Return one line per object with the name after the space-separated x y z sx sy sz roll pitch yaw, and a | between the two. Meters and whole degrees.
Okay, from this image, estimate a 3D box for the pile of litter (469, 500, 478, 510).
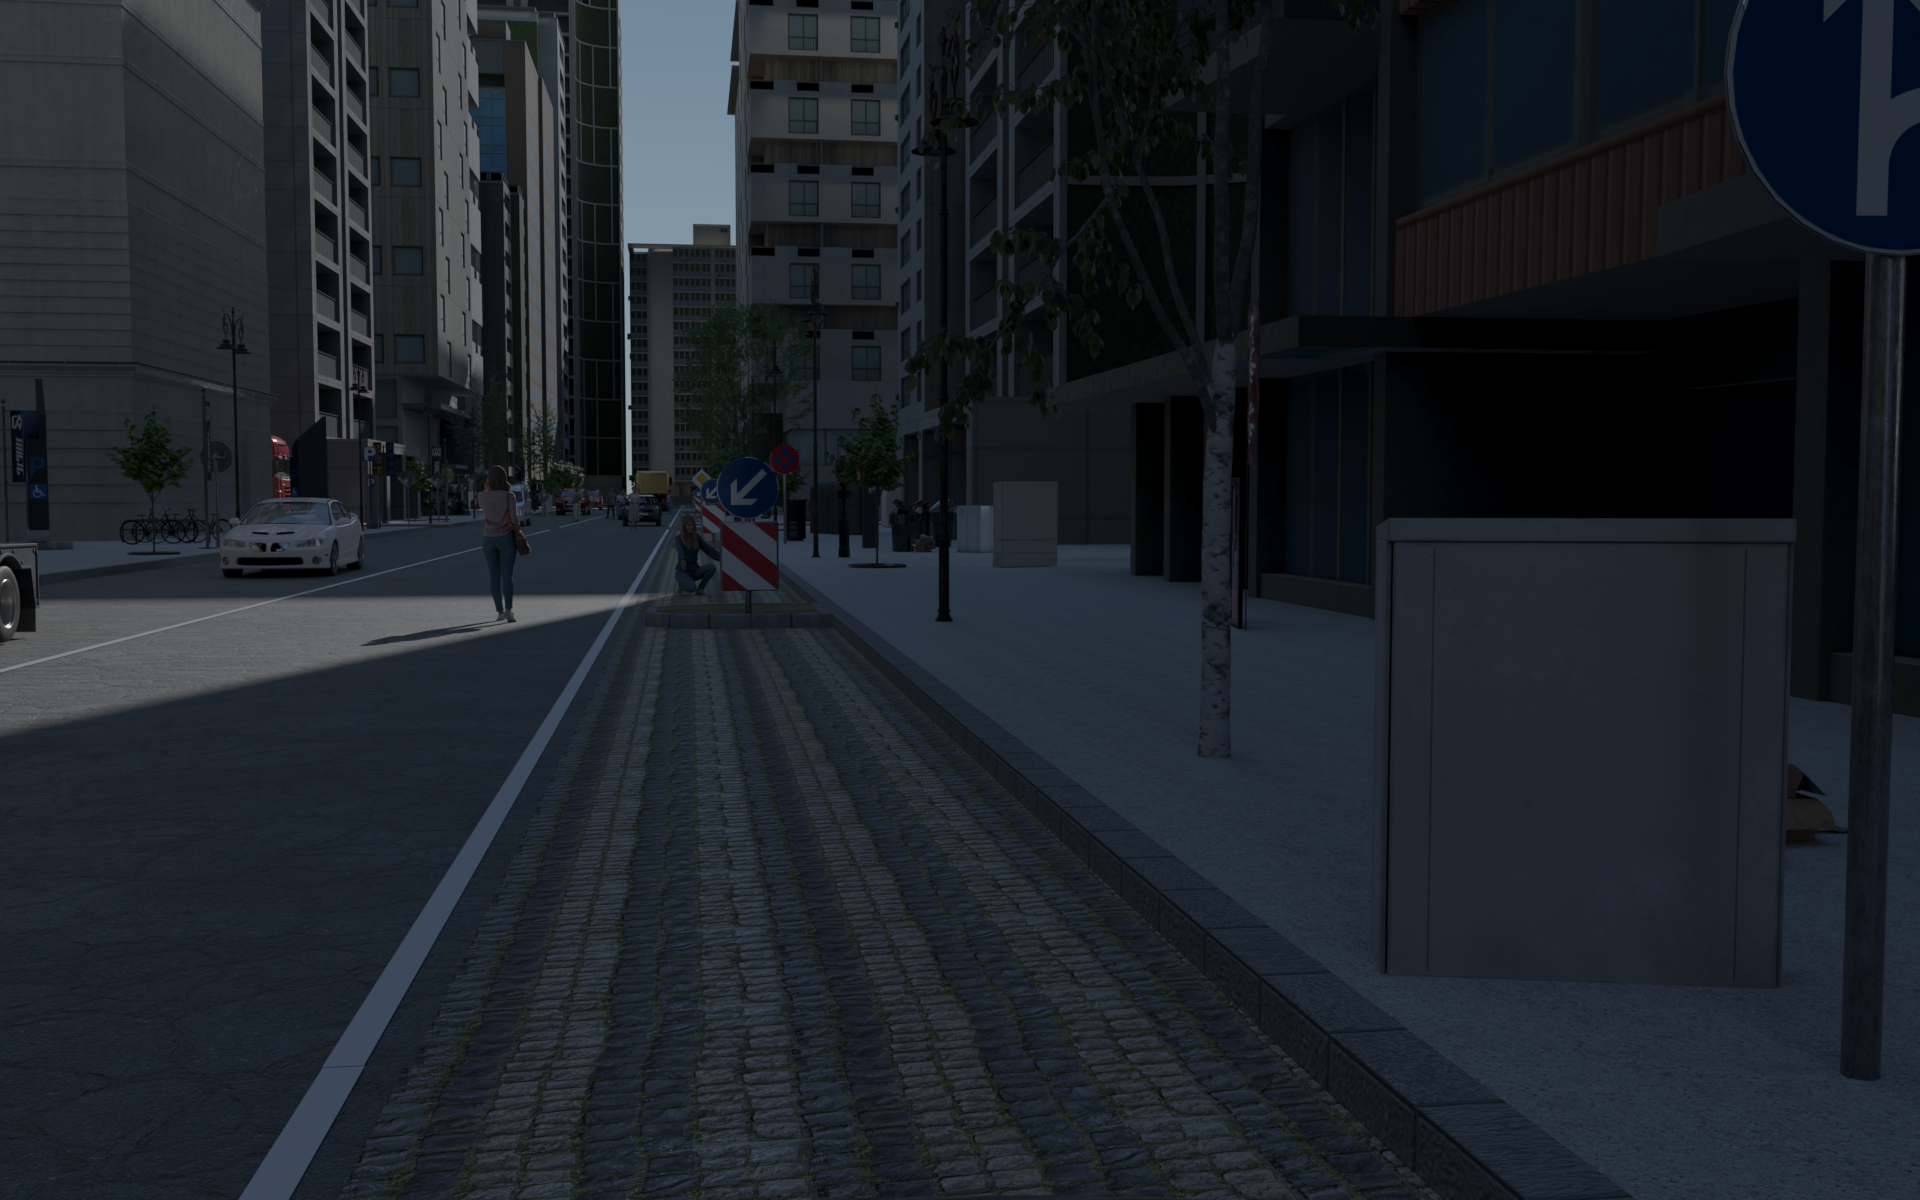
-40.021 -7.803 141.537 1.176 0.858 1.719 3 5 42 | pile of litter

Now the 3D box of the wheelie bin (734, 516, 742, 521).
-9.861 -4.299 78.191 0.980 1.594 0.693 0 4 -6 | wheelie bin

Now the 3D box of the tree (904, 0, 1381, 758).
1.086 -3.550 8.402 4.360 8.622 3.978 0 3 0 | tree

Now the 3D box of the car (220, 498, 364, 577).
-12.085 -1.174 31.555 2.083 1.381 4.827 -1 4 -10 | car

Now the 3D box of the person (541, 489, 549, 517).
-26.446 -6.189 110.236 0.519 1.759 0.362 0 4 7 | person

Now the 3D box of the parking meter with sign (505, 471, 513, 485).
-33.465 -8.108 128.827 0.543 3.016 1.738 1 4 16 | parking meter with sign

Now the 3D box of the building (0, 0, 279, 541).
-44.908 -16.792 50.969 44.131 29.872 17.030 -1 4 -9 | building

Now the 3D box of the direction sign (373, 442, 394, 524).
-25.103 -5.107 75.499 0.876 3.537 0.379 -1 4 -9 | direction sign

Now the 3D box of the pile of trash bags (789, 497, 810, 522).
-6.719 -4.324 80.447 1.912 1.369 3.447 -2 4 -33 | pile of trash bags

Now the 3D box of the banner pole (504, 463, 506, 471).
-36.351 -9.085 138.549 0.401 3.779 0.863 -1 4 -19 | banner pole

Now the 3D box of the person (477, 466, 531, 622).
-5.159 -0.637 19.508 0.593 1.750 0.643 0 4 3 | person

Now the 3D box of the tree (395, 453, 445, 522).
-25.388 -5.290 81.089 1.663 3.219 1.824 0 3 0 | tree

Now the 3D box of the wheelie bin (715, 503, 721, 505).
-20.022 -8.272 143.150 0.693 1.594 0.980 1 4 16 | wheelie bin

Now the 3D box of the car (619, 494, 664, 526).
-14.345 -4.178 78.104 2.009 1.686 4.222 -1 4 -10 | car

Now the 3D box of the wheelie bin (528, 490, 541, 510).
-34.414 -8.095 140.267 0.980 1.594 0.693 0 4 -6 | wheelie bin

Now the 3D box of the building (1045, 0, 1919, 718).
14.132 -22.050 15.150 22.147 44.769 28.867 -1 4 -9 | building

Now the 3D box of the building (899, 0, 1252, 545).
9.671 -37.257 47.408 20.563 71.187 20.611 -1 4 -9 | building

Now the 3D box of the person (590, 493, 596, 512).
-30.148 -8.015 142.137 0.523 1.515 0.503 1 4 14 | person

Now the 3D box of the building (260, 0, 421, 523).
-37.874 -39.453 83.307 20.563 71.187 20.611 -1 4 -9 | building

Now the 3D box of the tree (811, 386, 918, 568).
-1.367 -2.190 30.405 1.663 3.219 1.824 0 3 0 | tree

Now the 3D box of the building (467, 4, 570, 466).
-61.681 -40.697 207.390 28.212 58.520 21.231 -1 4 -9 | building

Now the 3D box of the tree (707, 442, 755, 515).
-14.256 -7.651 108.815 4.285 4.588 4.351 0 3 0 | tree

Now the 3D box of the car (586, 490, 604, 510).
-33.222 -9.003 155.879 2.281 1.827 5.304 -1 4 -10 | car

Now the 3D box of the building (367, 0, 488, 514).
-47.544 -32.277 116.973 28.713 52.752 27.495 -1 4 -9 | building

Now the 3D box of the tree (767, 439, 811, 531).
-5.908 -4.043 60.700 1.663 3.219 1.824 0 3 0 | tree

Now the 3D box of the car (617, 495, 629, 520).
-18.263 -5.208 97.146 2.014 1.417 4.499 -1 4 -8 | car

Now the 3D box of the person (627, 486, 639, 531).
-12.777 -3.593 67.816 0.480 1.755 0.524 -1 4 -23 | person

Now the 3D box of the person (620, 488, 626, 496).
-21.836 -6.358 112.627 0.473 1.802 0.592 1 4 23 | person

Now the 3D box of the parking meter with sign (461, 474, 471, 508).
-38.748 -8.523 135.613 0.543 3.016 1.738 -2 4 -27 | parking meter with sign

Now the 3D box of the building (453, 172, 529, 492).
-46.424 -23.389 154.104 14.160 30.474 14.107 -1 4 -9 | building

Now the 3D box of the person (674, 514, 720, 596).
-3.638 -0.629 24.286 1.012 1.151 0.738 -3 4 -39 | person

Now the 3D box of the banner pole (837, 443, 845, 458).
-5.312 -5.338 77.292 0.401 3.779 0.863 -2 4 -34 | banner pole

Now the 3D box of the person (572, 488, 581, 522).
-19.837 -4.926 89.589 0.362 1.759 0.519 2 4 31 | person

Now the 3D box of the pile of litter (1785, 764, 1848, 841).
2.674 0.460 6.441 1.719 0.858 1.176 -1 4 -10 | pile of litter

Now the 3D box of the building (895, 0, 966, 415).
4.391 -19.470 90.034 14.107 30.474 14.160 -1 4 -9 | building

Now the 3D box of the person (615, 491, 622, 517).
-21.165 -5.951 107.607 0.589 1.601 0.330 -3 4 -37 | person

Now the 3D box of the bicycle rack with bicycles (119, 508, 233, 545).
-20.604 -1.956 45.359 2.925 0.926 2.852 -2 4 -34 | bicycle rack with bicycles

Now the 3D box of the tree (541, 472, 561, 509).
-35.802 -9.555 150.826 1.663 3.219 1.824 0 3 0 | tree

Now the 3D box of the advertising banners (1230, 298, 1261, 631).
2.661 -1.248 16.597 0.090 3.025 2.074 0 3 0 | advertising banners

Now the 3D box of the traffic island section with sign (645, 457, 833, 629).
-2.478 -0.647 19.205 1.989 1.847 2.006 -1 4 -9 | traffic island section with sign

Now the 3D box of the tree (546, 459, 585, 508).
-38.743 -11.484 171.481 4.285 4.588 4.351 0 3 0 | tree

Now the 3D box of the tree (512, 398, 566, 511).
-32.115 -11.155 132.746 4.737 8.622 4.395 0 3 0 | tree

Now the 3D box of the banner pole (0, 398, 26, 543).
-24.842 -3.394 45.516 0.863 3.779 0.401 -1 4 -14 | banner pole

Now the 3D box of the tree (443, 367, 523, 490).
-27.317 -9.112 99.337 4.360 8.622 3.978 0 3 0 | tree

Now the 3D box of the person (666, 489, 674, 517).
-18.266 -6.107 109.186 0.563 1.720 0.643 2 4 31 | person

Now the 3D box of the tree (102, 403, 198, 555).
-16.999 -2.577 36.739 1.663 3.219 1.824 0 3 0 | tree

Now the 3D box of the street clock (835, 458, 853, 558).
-2.346 -1.864 35.048 0.358 2.002 0.471 1 4 14 | street clock

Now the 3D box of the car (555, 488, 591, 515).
-26.264 -6.670 117.735 2.281 1.827 5.304 0 4 -7 | car

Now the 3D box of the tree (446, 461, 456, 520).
-25.736 -5.582 85.875 1.663 3.219 1.824 0 3 0 | tree

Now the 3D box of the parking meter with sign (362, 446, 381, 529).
-21.710 -4.145 64.027 0.543 3.016 1.738 -1 4 -13 | parking meter with sign

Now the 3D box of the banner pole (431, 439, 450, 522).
-23.679 -5.439 78.946 0.863 3.779 0.401 0 3 0 | banner pole

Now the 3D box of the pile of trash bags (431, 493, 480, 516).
-29.976 -5.742 103.642 1.912 1.369 3.447 3 5 44 | pile of trash bags

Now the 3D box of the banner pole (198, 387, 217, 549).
-17.716 -3.105 40.788 0.401 3.779 0.863 -1 4 -11 | banner pole

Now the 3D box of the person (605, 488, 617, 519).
-20.225 -5.587 100.253 0.661 1.777 0.834 -3 4 -39 | person

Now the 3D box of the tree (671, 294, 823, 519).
-11.080 -9.988 89.064 9.928 11.665 9.643 0 3 0 | tree

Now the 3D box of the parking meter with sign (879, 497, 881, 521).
-4.109 -5.211 81.460 1.738 3.016 0.543 -3 5 -41 | parking meter with sign

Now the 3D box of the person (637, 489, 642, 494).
-24.642 -7.618 133.169 0.853 1.813 0.709 -3 5 -40 | person

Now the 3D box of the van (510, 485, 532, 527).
-20.064 -4.286 77.086 2.013 2.044 4.112 -1 4 -9 | van

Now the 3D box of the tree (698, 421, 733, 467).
-22.964 -13.198 166.141 4.737 8.622 4.395 0 3 0 | tree
